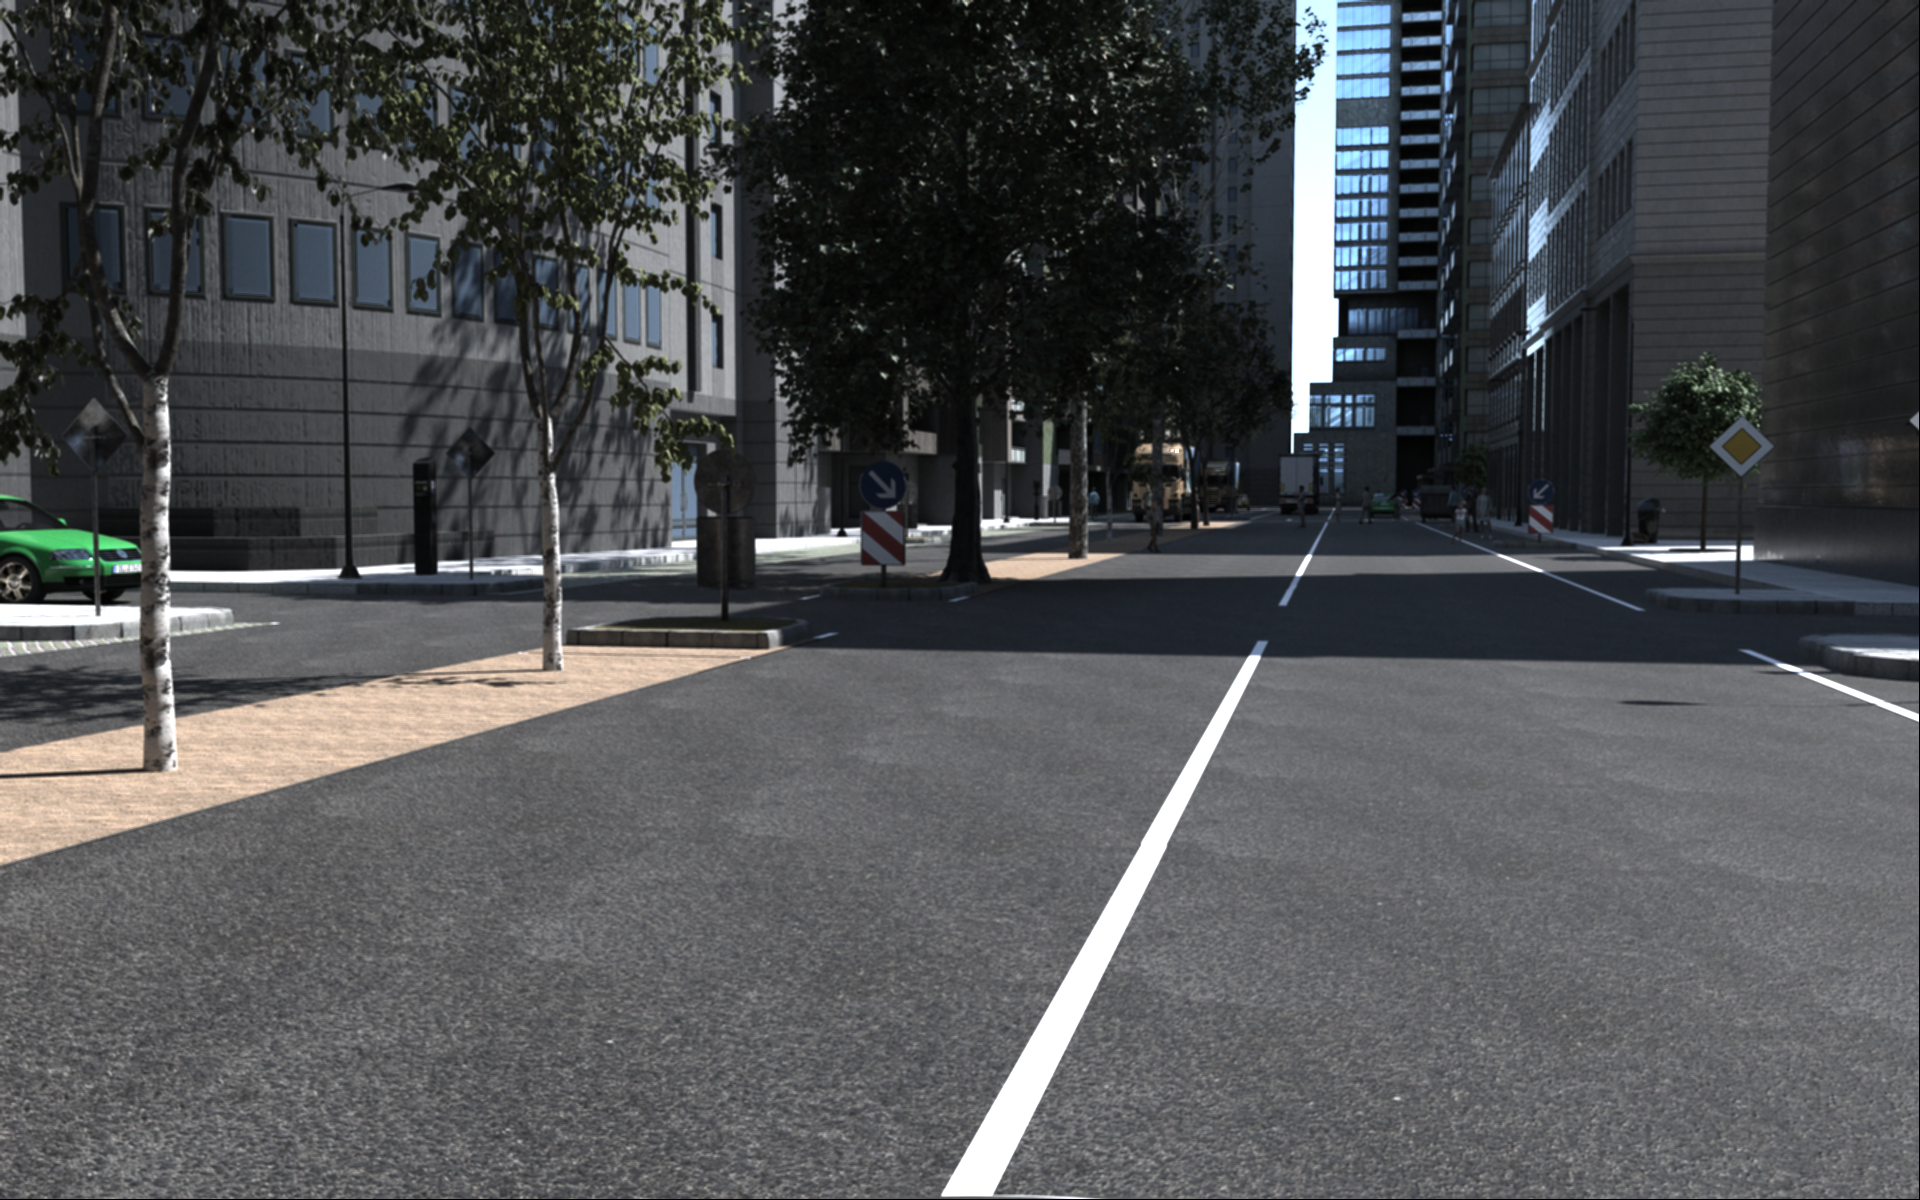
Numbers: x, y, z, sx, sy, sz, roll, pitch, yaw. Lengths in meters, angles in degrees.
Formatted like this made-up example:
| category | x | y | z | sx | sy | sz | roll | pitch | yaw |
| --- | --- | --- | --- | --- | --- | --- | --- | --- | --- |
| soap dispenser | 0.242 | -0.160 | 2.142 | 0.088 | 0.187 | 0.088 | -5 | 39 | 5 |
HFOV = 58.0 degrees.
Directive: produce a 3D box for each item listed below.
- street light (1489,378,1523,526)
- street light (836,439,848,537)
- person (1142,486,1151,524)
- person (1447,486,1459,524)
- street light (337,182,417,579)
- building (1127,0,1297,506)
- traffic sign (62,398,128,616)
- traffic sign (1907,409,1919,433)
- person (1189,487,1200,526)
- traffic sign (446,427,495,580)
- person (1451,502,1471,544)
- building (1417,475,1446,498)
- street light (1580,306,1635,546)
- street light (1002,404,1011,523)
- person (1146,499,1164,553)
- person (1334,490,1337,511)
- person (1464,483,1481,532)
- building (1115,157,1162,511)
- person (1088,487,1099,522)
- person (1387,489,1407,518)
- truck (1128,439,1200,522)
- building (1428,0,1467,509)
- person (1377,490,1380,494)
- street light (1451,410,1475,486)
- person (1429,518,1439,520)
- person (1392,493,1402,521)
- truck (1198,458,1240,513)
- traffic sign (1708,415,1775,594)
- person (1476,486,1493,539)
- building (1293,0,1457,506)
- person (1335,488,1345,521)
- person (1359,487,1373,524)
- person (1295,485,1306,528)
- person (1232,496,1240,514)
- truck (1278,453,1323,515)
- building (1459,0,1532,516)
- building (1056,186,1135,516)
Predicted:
| category | x | y | z | sx | sy | sz | roll | pitch | yaw |
| --- | --- | --- | --- | --- | --- | --- | --- | --- | --- |
| street light | 21.911 | -5.934 | 69.557 | 1.470 | 5.913 | 1.316 | 1 | 4 | 12 |
| street light | -3.021 | -4.846 | 51.779 | 1.470 | 5.913 | 1.316 | 1 | 4 | 12 |
| person | 8.988 | -4.573 | 83.449 | 0.537 | 1.800 | 0.526 | -1 | 4 | -19 |
| person | 22.992 | -4.406 | 80.559 | 0.660 | 1.820 | 0.620 | -3 | 4 | -39 |
| street light | -8.761 | -3.273 | 26.058 | 1.470 | 5.913 | 1.316 | 1 | 4 | 12 |
| building | 22.632 | -39.742 | 191.778 | 28.212 | 58.520 | 21.231 | 1 | 4 | 12 |
| traffic sign | -9.049 | -0.886 | 18.128 | 0.795 | 2.450 | 0.064 | 1 | 4 | 12 |
| traffic sign | 8.226 | -0.652 | 14.308 | 0.795 | 2.450 | 0.064 | 1 | 4 | 12 |
| person | 10.422 | -4.138 | 76.710 | 0.519 | 1.759 | 0.362 | -3 | 4 | -37 |
| traffic sign | -7.328 | -1.363 | 25.926 | 0.795 | 2.450 | 0.064 | 1 | 4 | 12 |
| person | 14.356 | -2.208 | 49.617 | 0.505 | 1.210 | 0.382 | 0 | 4 | 4 |
| building | 57.742 | -28.255 | 153.844 | 32.217 | 40.220 | 23.993 | 1 | 4 | 12 |
| street light | 16.031 | -4.303 | 42.902 | 1.470 | 5.913 | 1.316 | 1 | 4 | 12 |
| street light | 2.619 | -6.411 | 77.359 | 1.470 | 5.913 | 1.316 | 1 | 4 | 12 |
| person | 4.798 | -1.820 | 42.528 | 0.475 | 1.303 | 0.640 | -2 | 4 | -32 |
| person | 32.210 | -8.554 | 148.350 | 0.705 | 1.826 | 1.348 | 0 | 4 | 4 |
| person | 19.287 | -3.481 | 65.224 | 0.655 | 1.846 | 0.447 | 0 | 4 | 0 |
| building | 8.129 | -22.304 | 136.375 | 14.160 | 30.474 | 14.107 | 1 | 4 | 12 |
| person | 6.917 | -4.936 | 89.547 | 0.601 | 1.785 | 0.444 | 0 | 4 | -5 |
| person | 26.118 | -5.763 | 103.547 | 1.217 | 1.723 | 0.721 | 0 | 4 | -5 |
| truck | 10.850 | -6.237 | 90.887 | 2.839 | 4.237 | 11.283 | 1 | 4 | 13 |
| building | 47.611 | -31.090 | 127.924 | 23.786 | 49.044 | 30.456 | 1 | 4 | 12 |
| person | 31.448 | -7.381 | 130.096 | 0.541 | 1.710 | 0.530 | -3 | 5 | -44 |
| street light | 27.646 | -7.498 | 95.127 | 1.470 | 5.913 | 1.316 | 1 | 4 | 12 |
| person | 26.106 | -5.329 | 95.731 | 0.391 | 1.810 | 0.635 | -3 | 5 | -41 |
| person | 23.487 | -5.014 | 93.068 | 0.503 | 1.515 | 0.523 | 0 | 4 | -6 |
| truck | 20.492 | -9.087 | 137.485 | 2.839 | 4.237 | 11.283 | 1 | 4 | 14 |
| traffic sign | 9.947 | -1.129 | 22.106 | 0.795 | 2.450 | 0.064 | 1 | 4 | 12 |
| person | 16.851 | -2.822 | 55.640 | 0.512 | 1.701 | 0.522 | 1 | 4 | 15 |
| building | 52.307 | -53.419 | 186.066 | 31.000 | 86.520 | 22.319 | 1 | 4 | 12 |
| person | 19.985 | -5.016 | 91.076 | 0.524 | 1.755 | 0.480 | 1 | 4 | 13 |
| person | 19.492 | -4.551 | 83.180 | 0.850 | 1.792 | 0.678 | -3 | 4 | -39 |
| person | 14.576 | -4.008 | 74.211 | 0.466 | 1.800 | 0.511 | -1 | 4 | -10 |
| person | 19.940 | -7.092 | 125.369 | 0.530 | 1.710 | 0.541 | 0 | 4 | -8 |
| truck | 24.455 | -8.288 | 124.418 | 2.839 | 4.237 | 11.283 | 1 | 4 | 14 |
| building | 38.446 | -25.922 | 107.415 | 14.154 | 41.232 | 14.086 | 1 | 4 | 12 |
| building | -0.219 | -28.187 | 115.482 | 22.147 | 44.769 | 28.867 | 1 | 4 | 12 |
